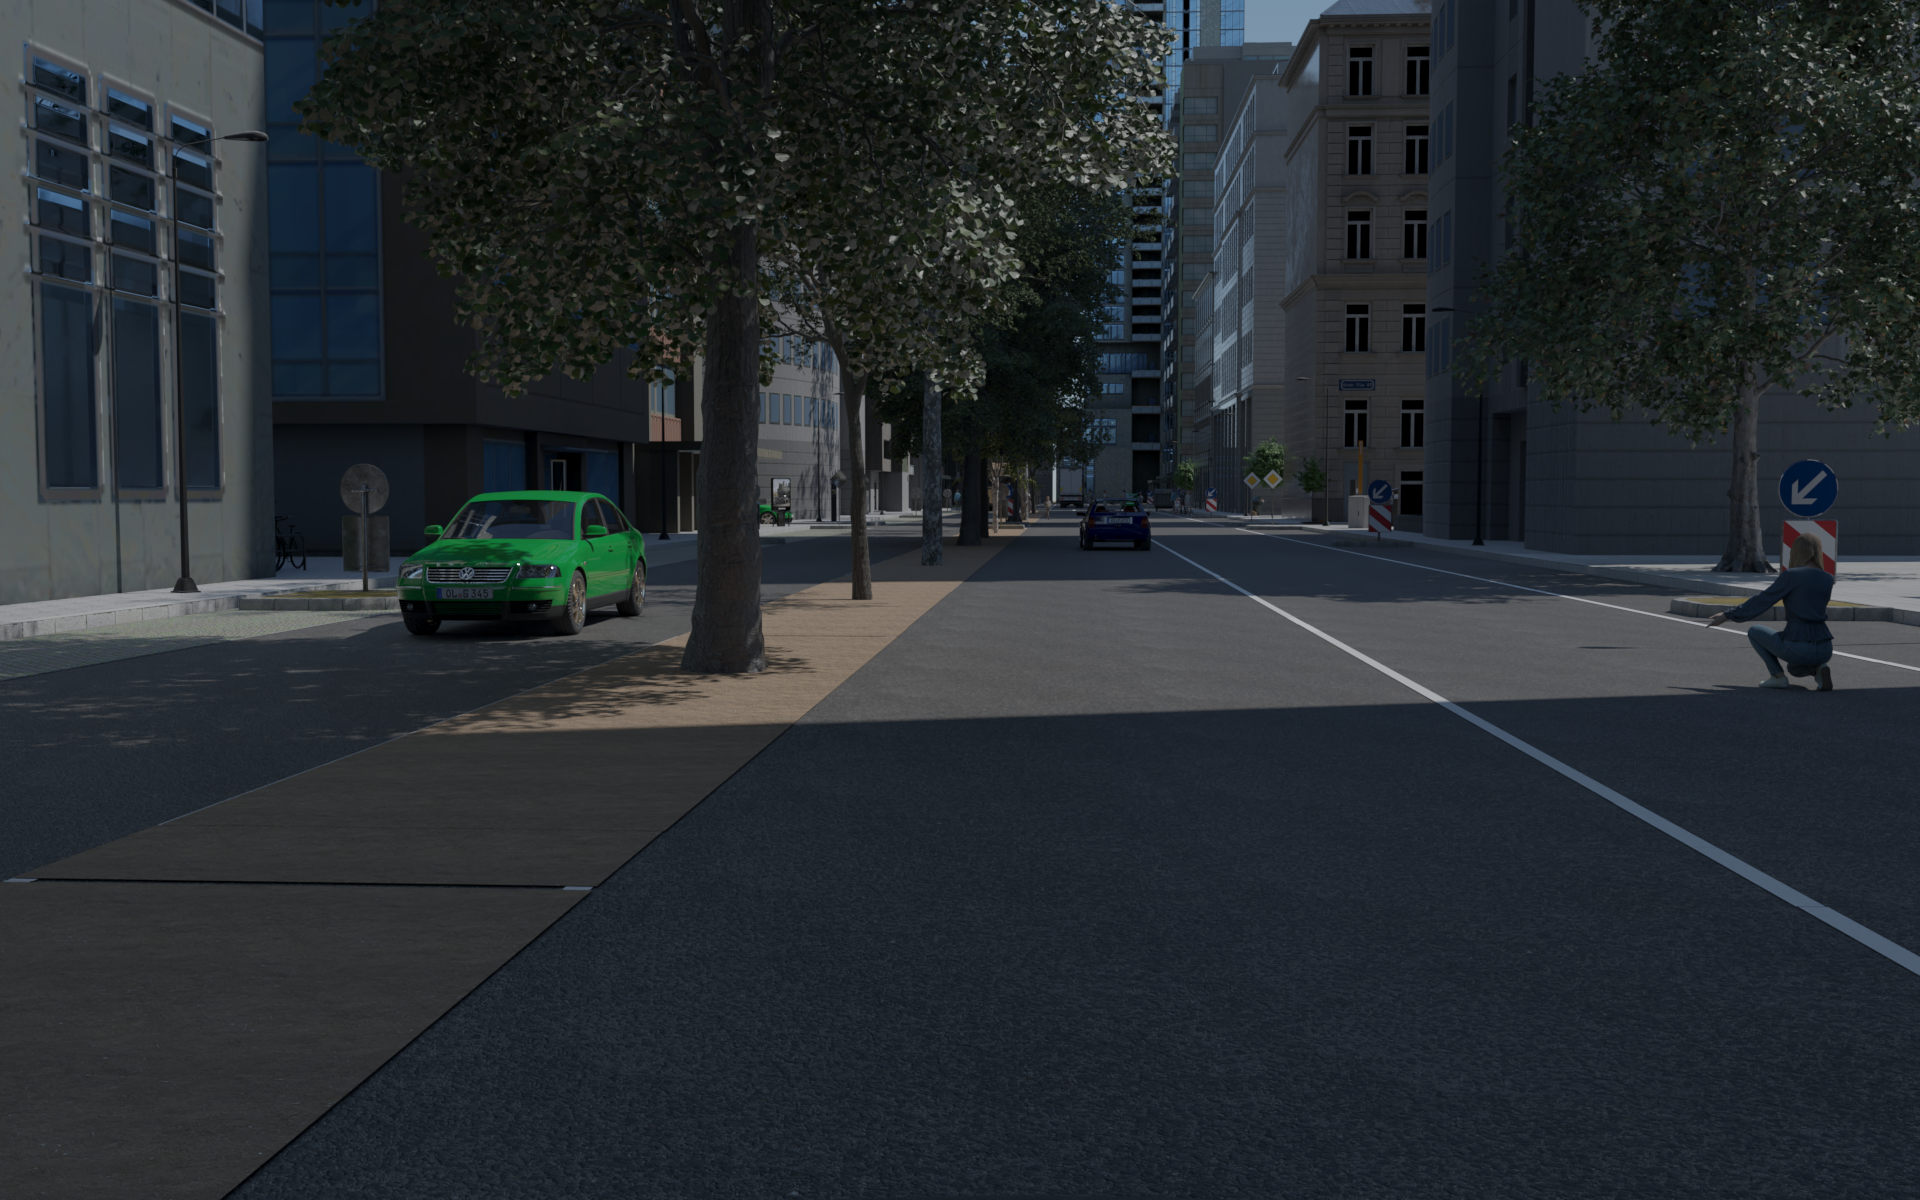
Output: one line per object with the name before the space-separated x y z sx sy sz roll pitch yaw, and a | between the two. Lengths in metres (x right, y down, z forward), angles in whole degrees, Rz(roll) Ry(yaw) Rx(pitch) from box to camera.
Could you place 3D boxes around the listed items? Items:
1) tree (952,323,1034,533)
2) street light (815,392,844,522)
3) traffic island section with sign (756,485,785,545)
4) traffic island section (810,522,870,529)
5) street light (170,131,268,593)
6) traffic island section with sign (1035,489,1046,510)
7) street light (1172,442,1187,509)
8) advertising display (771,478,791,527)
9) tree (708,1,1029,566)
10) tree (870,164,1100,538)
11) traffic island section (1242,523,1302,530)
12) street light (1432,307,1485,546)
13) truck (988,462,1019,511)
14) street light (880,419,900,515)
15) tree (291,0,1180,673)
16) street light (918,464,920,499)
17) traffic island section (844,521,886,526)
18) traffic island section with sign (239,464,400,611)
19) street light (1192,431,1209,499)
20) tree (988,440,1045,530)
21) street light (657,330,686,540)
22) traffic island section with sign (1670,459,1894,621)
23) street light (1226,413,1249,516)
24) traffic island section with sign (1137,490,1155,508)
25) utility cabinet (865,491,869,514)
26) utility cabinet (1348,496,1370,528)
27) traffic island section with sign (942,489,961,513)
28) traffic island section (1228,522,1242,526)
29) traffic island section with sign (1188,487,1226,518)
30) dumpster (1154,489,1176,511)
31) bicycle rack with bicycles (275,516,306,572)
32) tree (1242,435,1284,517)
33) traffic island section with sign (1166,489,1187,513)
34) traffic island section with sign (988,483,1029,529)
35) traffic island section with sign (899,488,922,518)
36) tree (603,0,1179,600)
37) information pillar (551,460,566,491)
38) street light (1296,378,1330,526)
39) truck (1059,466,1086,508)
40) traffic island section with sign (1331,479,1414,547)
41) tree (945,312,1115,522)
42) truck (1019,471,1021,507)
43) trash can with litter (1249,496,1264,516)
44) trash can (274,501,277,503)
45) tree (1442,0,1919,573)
tree | 1.307 -6.742 63.052 4.360 8.622 3.978 0 3 0
street light | -5.930 -6.528 79.271 1.470 5.913 1.316 0 4 4
traffic island section with sign | -6.057 -2.499 49.486 1.989 1.847 2.006 0 4 4
traffic island section | -5.000 -3.008 71.456 2.009 0.180 2.903 0 4 4
street light | -9.550 -3.046 22.351 1.470 5.913 1.316 0 4 4
traffic island section with sign | 6.830 -8.900 153.657 2.006 1.907 1.989 0 4 4
street light | 19.413 -11.044 153.104 1.470 5.913 1.316 0 4 4
advertising display | -7.046 -3.848 68.129 0.123 1.923 0.974 3 5 40
tree | -1.715 -10.800 34.931 12.611 20.169 13.585 0 3 0
tree | 0.666 -8.306 56.388 7.486 12.596 7.792 0 3 0
traffic island section | 12.706 -2.940 70.342 2.009 0.180 2.903 0 4 4
street light | 12.398 -4.315 43.092 1.470 5.913 1.316 0 4 4
truck | 3.478 -9.628 146.338 2.839 4.237 11.283 0 4 5
street light | -4.218 -8.136 105.567 1.470 5.913 1.316 0 4 4
tree | -1.914 -6.400 13.759 9.857 13.997 8.962 0 3 0
street light | -2.582 -9.735 131.708 1.470 5.913 1.316 0 4 4
traffic island section | -4.500 -3.495 79.425 2.009 0.180 2.903 0 4 4
traffic island section with sign | -7.769 -0.820 22.039 1.989 1.847 2.006 0 4 4
street light | 17.682 -9.444 126.958 1.470 5.913 1.316 0 4 4
tree | 1.386 -7.026 67.696 4.737 8.622 4.395 0 3 0
street light | -7.763 -4.640 48.402 1.470 5.913 1.316 0 4 4
traffic island section with sign | 9.584 -0.725 20.478 1.989 1.847 2.006 0 4 4
street light | 15.975 -7.778 99.717 1.470 5.913 1.316 0 4 4
traffic island section with sign | 19.594 -10.473 179.867 1.989 1.847 2.006 0 4 4
utility cabinet | -6.278 -6.104 108.475 1.173 1.500 0.318 2 4 27
utility cabinet | 14.969 -3.294 65.021 0.306 1.237 1.020 -1 4 -21
traffic island section with sign | -0.910 -7.504 131.324 1.989 1.847 2.006 0 4 4
traffic island section | 13.207 -3.427 78.312 2.009 0.180 2.903 0 4 4
traffic island section with sign | 14.756 -5.764 102.862 1.989 1.847 2.006 0 4 4
dumpster | 17.014 -8.279 143.574 1.865 1.857 1.264 0 4 3
bicycle rack with bicycles | -11.967 -0.935 28.674 2.852 0.926 2.925 2 4 24
tree | 17.361 -6.859 95.866 4.285 4.588 4.351 0 3 0
traffic island section with sign | 16.450 -7.409 129.764 1.989 1.847 2.006 0 4 4
traffic island section with sign | 2.128 -4.314 78.666 2.006 1.907 1.989 0 4 4
traffic island section with sign | -2.606 -5.859 104.422 1.989 1.847 2.006 0 4 4
tree | -1.276 -5.292 23.395 8.767 10.594 7.601 0 4 4
information pillar | -8.641 -2.008 37.325 0.304 2.012 0.304 -1 4 -9
street light | 14.104 -5.909 69.147 1.470 5.913 1.316 0 4 4
truck | 11.760 -11.783 181.557 2.839 4.237 11.283 0 4 5
traffic island section with sign | 11.281 -2.381 47.559 1.989 1.847 2.006 0 4 4
tree | 2.589 -9.947 82.102 9.611 12.733 9.660 0 3 0
truck | 5.833 -12.535 193.862 2.839 4.237 11.283 0 4 5
trash can with litter | 17.423 -5.531 101.823 0.624 1.170 1.055 2 4 30
trash can | -13.924 -1.386 34.311 0.748 1.137 0.748 0 3 0
tree | 12.827 -6.803 28.242 9.611 12.733 9.660 0 3 0
